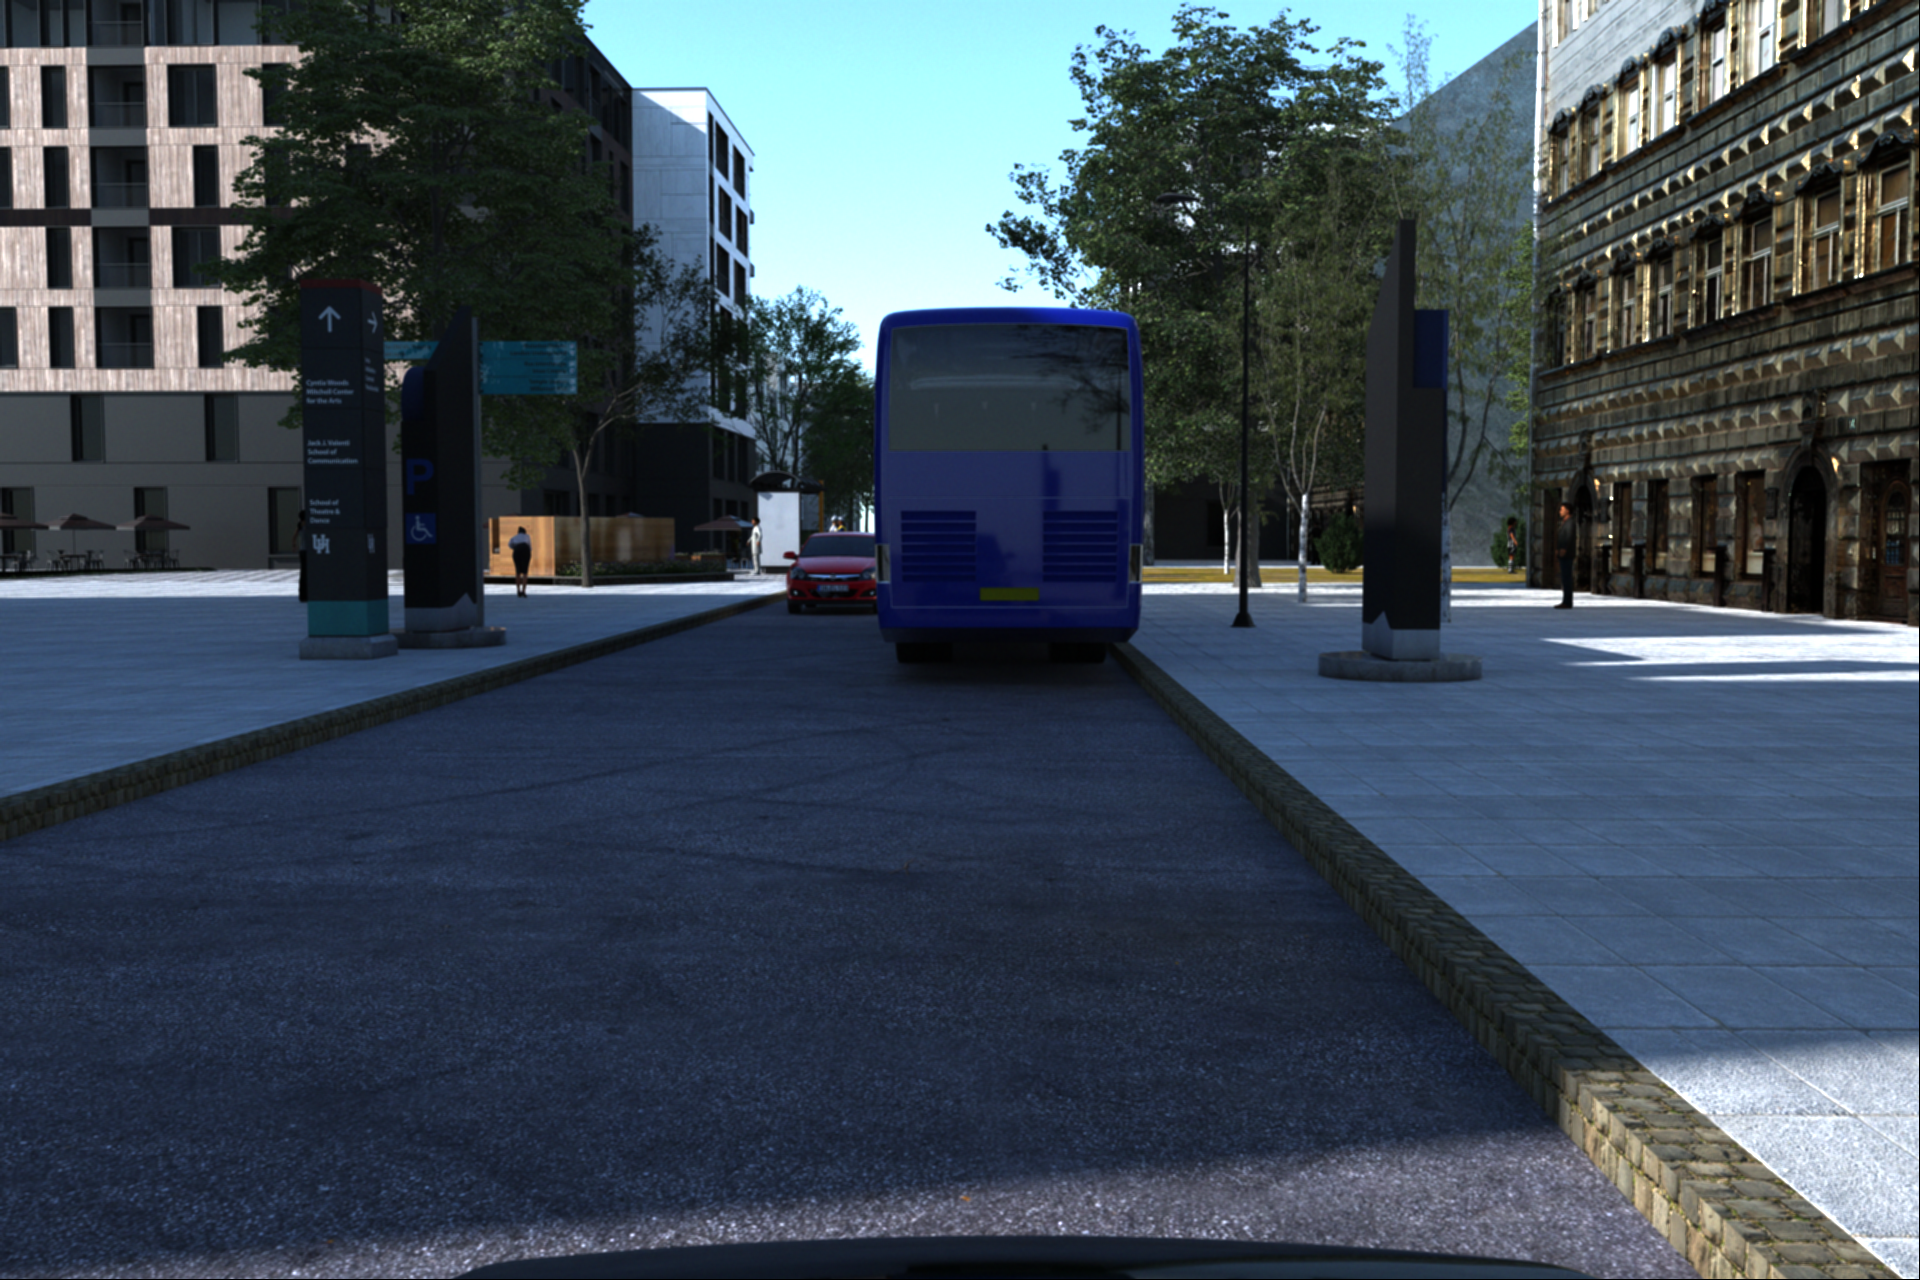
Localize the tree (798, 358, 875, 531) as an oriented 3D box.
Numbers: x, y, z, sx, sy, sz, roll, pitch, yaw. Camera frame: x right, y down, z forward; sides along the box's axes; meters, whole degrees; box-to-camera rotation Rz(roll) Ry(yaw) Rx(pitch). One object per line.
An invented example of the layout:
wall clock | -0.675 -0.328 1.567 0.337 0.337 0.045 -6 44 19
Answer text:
tree | -6.896 -11.863 112.082 7.486 12.596 7.792 0 3 0

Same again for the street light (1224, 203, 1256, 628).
street light | 4.458 -3.132 23.746 1.470 5.913 1.316 0 4 1

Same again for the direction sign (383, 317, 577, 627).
direction sign | -5.971 -2.033 21.998 2.525 3.948 1.411 0 4 1

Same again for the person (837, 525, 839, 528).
person | -4.092 -3.129 57.384 0.704 1.802 1.346 0 4 -4

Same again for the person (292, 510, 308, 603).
person | -12.216 -1.576 32.578 1.217 1.737 0.721 3 4 38

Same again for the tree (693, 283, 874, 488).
tree | -7.372 -9.024 73.293 9.928 11.665 9.643 0 3 0

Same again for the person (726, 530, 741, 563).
person | -10.160 -4.423 78.085 0.705 1.858 1.354 -2 4 -34

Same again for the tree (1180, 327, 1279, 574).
tree | 8.661 -6.450 55.826 4.360 8.622 3.978 0 3 0

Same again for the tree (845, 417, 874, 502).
tree | -6.102 -14.229 143.015 12.009 13.543 11.850 0 3 0

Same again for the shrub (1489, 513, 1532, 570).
shrub | 19.582 -3.503 61.315 1.661 2.075 1.752 0 3 0

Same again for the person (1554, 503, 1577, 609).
person | 10.414 -1.453 29.817 0.705 1.821 1.348 1 4 17

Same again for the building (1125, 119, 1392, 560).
building | 23.250 -15.776 101.916 27.936 21.610 32.646 0 4 1

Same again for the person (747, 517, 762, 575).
person | -6.408 -2.939 54.239 0.705 1.806 1.347 -1 4 -21

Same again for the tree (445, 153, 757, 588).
tree | -8.903 -6.557 41.620 8.767 10.594 7.601 0 4 3

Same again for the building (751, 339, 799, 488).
building | -26.052 -18.475 168.519 16.747 18.905 31.486 0 4 2

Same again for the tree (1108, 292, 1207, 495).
tree | 7.788 -9.954 80.880 7.486 12.596 7.792 0 3 0

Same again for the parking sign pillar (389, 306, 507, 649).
parking sign pillar | -5.983 -1.922 19.894 1.447 3.967 1.447 0 4 2

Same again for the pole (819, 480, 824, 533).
pole | -5.254 -4.390 65.614 0.158 3.312 0.155 0 3 0

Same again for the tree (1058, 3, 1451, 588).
tree | 6.790 -8.218 41.026 9.857 13.997 8.962 0 3 0

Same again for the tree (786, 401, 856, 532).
tree | -7.322 -8.849 95.050 4.360 8.622 3.978 0 3 0

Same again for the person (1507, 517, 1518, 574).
person | 17.996 -3.071 56.360 0.704 1.843 1.345 1 4 14

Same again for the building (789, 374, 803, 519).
building | -23.551 -20.269 187.811 16.016 20.090 11.380 0 4 2

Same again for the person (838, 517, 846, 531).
person | -3.824 -3.013 55.230 0.705 1.833 1.349 0 4 3

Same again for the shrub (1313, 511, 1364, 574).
shrub | 12.402 -3.201 56.380 1.661 2.075 1.752 0 3 0

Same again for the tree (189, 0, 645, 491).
tree | -9.373 -6.876 30.552 7.486 12.596 7.792 0 3 0

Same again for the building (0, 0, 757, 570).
building | -25.585 -14.314 78.001 27.936 21.610 32.646 0 4 2

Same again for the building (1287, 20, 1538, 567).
building | 25.431 -15.006 76.281 19.493 23.208 18.063 0 4 1

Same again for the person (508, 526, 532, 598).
person | -8.888 -1.589 35.210 0.628 1.438 0.799 -3 5 -42

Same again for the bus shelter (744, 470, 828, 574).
bus shelter | -5.738 -3.916 57.956 2.014 3.302 5.546 0 4 3

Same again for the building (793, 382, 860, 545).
building | -22.367 -21.481 217.664 16.747 18.905 31.486 0 4 2

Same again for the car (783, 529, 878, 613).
car | -2.195 -1.440 32.593 2.155 1.783 4.494 0 4 1

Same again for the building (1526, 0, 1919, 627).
building | 22.555 -12.261 31.398 19.493 23.208 18.063 0 4 1

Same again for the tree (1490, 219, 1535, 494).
tree | 19.092 -8.115 50.804 7.486 12.596 7.792 0 3 0

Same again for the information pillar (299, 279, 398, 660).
information pillar | -6.369 -1.748 17.958 0.750 3.857 0.750 0 4 2

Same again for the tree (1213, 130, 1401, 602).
tree | 6.348 -4.999 32.103 4.360 8.622 3.978 0 3 0

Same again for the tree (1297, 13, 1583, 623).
tree | 7.171 -4.572 25.107 4.360 8.622 3.978 0 3 0

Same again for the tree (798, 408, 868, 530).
tree | -6.958 -9.214 101.016 4.360 8.622 3.978 0 3 0

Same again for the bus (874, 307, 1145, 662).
bus | 0.460 -1.872 22.155 2.896 3.916 12.251 0 3 0

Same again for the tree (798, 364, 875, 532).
tree | -6.800 -13.147 125.330 12.009 13.543 11.850 0 3 0

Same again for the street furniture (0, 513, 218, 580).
street furniture | -31.026 -2.563 46.928 14.083 1.986 27.439 2 4 34

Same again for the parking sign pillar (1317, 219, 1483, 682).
parking sign pillar | 3.975 -1.657 15.563 1.447 3.967 1.447 0 4 1

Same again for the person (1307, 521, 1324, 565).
person | 14.735 -4.022 71.701 1.347 1.837 0.705 -1 4 -23

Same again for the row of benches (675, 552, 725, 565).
row of benches | -9.766 -2.692 59.476 4.104 0.672 1.422 -3 5 -44

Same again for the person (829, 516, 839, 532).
person | -3.841 -2.927 53.705 0.705 1.847 1.347 -2 4 -27

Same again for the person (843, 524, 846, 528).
person | -5.021 -4.222 75.754 0.721 1.740 1.216 -3 4 -38

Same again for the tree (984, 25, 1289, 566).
tree | 6.094 -12.939 67.446 12.611 20.169 13.585 0 3 0

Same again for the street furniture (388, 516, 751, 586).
street furniture | -9.387 -2.448 46.886 9.812 1.723 11.010 2 4 30
